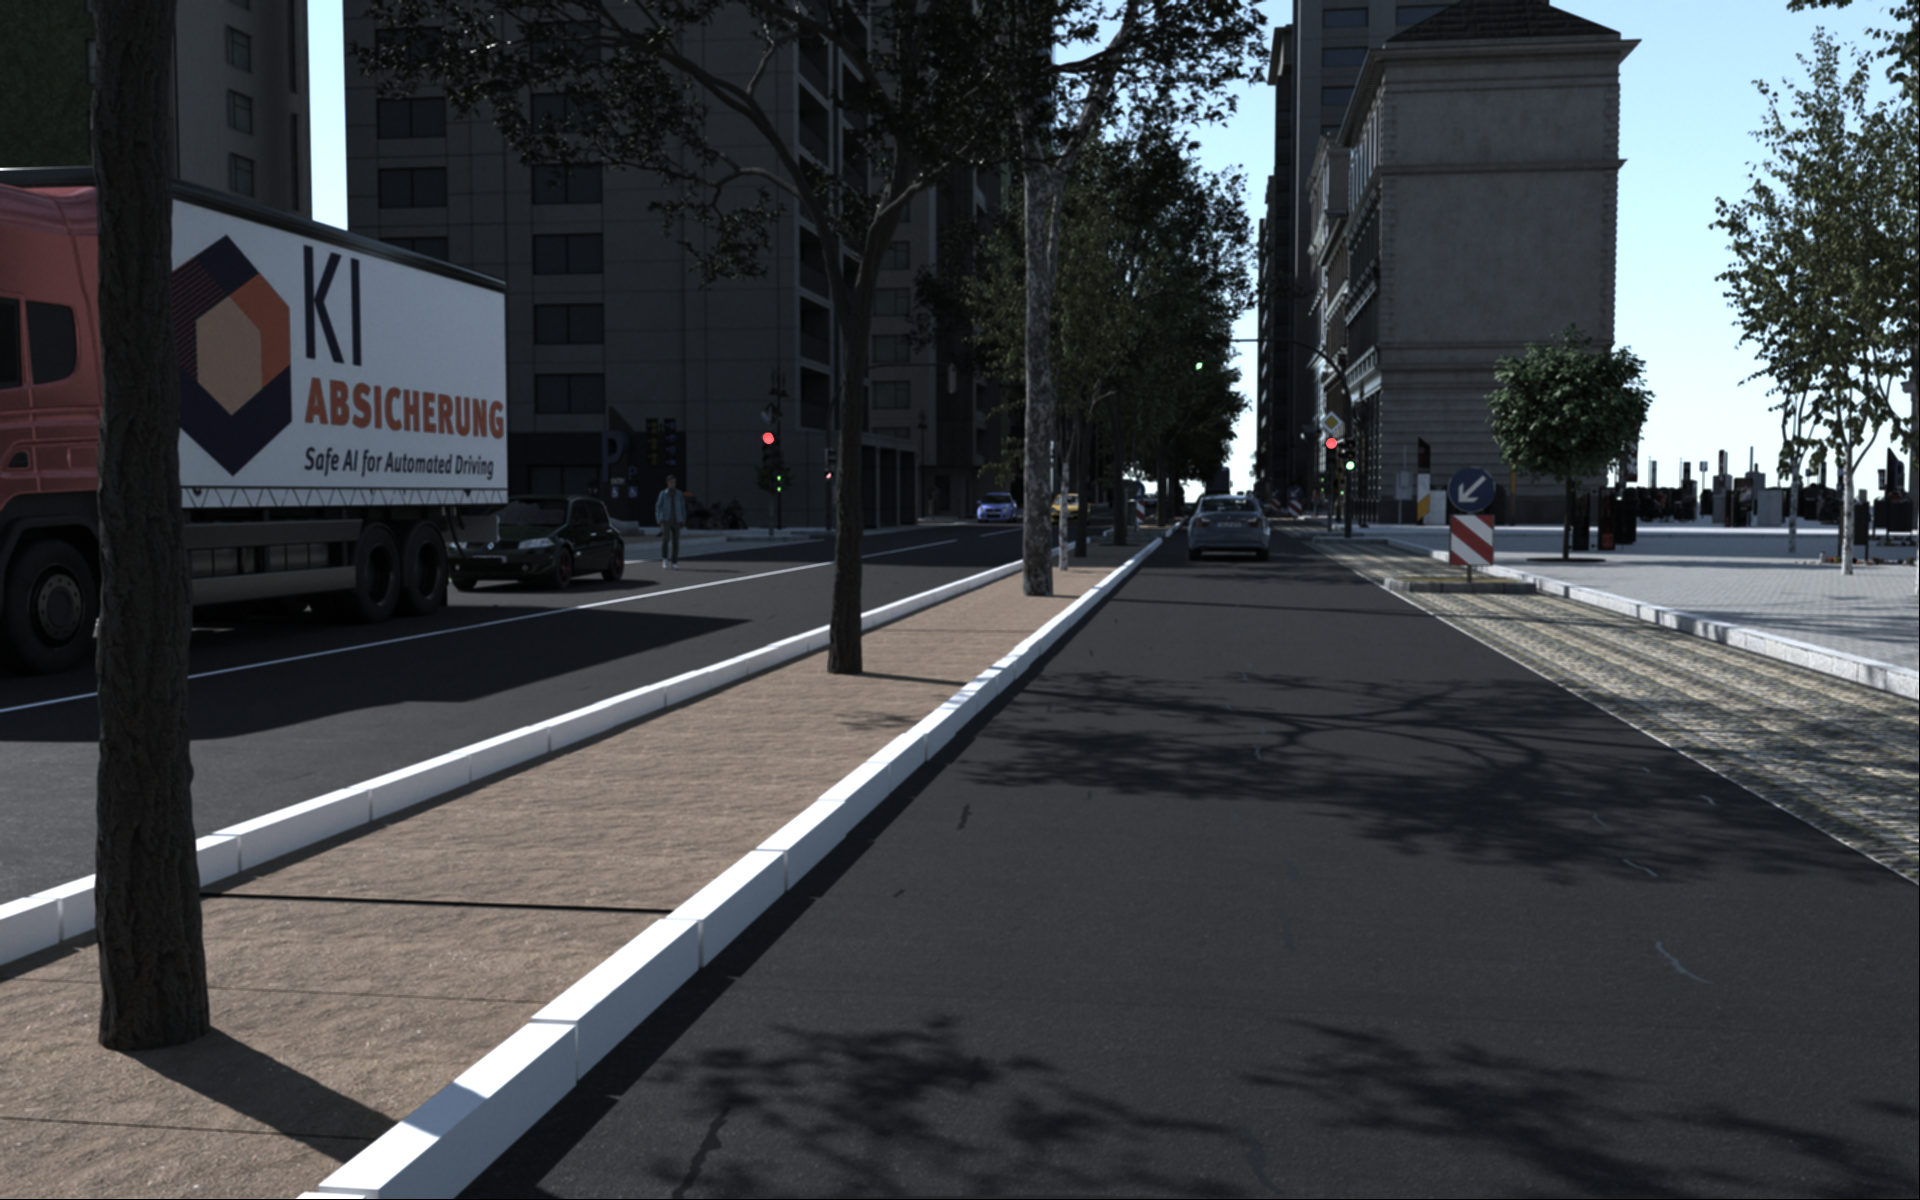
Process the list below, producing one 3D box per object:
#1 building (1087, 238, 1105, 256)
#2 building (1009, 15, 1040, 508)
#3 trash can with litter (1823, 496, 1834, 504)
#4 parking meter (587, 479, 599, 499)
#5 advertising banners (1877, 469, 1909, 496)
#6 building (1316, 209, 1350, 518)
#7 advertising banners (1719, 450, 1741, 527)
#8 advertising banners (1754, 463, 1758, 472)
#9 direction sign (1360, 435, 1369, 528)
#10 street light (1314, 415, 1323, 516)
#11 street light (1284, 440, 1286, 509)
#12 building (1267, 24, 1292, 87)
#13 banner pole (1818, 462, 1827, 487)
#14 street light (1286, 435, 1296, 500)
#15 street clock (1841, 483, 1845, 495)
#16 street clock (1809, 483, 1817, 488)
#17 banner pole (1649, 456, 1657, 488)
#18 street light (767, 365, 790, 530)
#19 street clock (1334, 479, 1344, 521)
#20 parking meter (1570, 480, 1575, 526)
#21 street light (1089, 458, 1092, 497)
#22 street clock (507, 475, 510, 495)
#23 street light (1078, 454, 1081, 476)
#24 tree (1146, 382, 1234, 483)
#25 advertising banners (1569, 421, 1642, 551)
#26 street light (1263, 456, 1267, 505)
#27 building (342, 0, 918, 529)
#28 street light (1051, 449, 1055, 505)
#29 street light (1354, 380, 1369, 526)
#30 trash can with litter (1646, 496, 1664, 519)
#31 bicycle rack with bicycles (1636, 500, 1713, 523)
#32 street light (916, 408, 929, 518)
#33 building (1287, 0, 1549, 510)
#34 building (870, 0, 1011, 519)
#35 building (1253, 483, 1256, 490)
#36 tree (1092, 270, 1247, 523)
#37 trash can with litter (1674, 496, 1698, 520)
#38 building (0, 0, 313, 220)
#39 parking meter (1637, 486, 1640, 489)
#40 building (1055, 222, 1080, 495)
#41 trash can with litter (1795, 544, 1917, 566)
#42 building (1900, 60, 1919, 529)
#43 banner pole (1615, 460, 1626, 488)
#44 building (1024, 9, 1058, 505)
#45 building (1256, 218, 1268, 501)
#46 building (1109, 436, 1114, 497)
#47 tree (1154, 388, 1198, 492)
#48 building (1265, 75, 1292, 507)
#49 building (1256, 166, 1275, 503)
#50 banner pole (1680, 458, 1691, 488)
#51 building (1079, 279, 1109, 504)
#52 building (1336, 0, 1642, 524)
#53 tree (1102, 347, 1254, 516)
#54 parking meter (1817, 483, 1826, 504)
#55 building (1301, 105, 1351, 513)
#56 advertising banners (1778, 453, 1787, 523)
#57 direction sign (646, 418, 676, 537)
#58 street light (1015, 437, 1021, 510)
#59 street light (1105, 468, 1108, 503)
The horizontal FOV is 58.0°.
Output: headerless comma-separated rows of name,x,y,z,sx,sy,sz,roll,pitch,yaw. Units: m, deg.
building,14.097,-37.005,255.136,14.600,45.320,14.200,1,4,8
building,-4.813,-30.379,151.328,22.147,44.769,28.867,1,4,8
trash can with litter,45.988,-4.884,91.238,1.055,1.170,0.624,-1,4,-19
parking meter,-14.023,-3.699,66.196,0.255,1.863,0.399,2,4,35
advertising banners,65.192,-7.632,120.962,2.074,3.025,0.090,2,4,24
building,26.899,-14.540,102.360,10.561,19.102,19.286,1,4,8
advertising banners,29.954,-4.360,67.466,0.090,3.025,2.074,0,4,2
advertising banners,44.972,-6.258,98.503,0.090,3.025,2.074,0,4,6
direction sign,15.512,-4.546,66.326,0.379,3.537,0.876,0,4,-2
street light,20.836,-7.833,100.855,0.468,5.910,1.993,1,4,8
street light,27.343,-10.566,145.546,0.468,5.910,1.993,1,4,8
building,48.644,-36.824,191.303,28.713,52.752,27.495,1,4,8
banner pole,58.640,-7.825,117.960,0.401,3.779,0.863,-1,4,-22
street light,25.354,-9.744,132.101,0.468,5.910,1.993,1,4,8
street clock,57.589,-6.610,112.637,0.358,2.002,0.471,-3,5,-43
street clock,55.161,-6.570,111.991,0.471,2.002,0.358,2,4,33
banner pole,45.531,-7.582,113.985,0.863,3.779,0.401,-2,4,-24
street light,-6.497,-5.467,62.174,0.468,5.910,1.993,1,4,8
street clock,17.766,-4.690,81.247,0.358,2.002,0.471,-3,4,-37
parking meter,24.739,-3.924,69.864,0.255,1.863,0.399,-3,5,-44
street light,16.578,-15.119,219.975,0.468,5.910,1.993,1,4,8
street clock,-17.112,-3.702,65.099,0.358,2.002,0.471,-3,4,-36
street light,13.777,-13.899,200.030,0.468,5.910,1.993,1,4,8
tree,15.991,-13.375,127.792,9.857,13.997,8.962,0,3,0
advertising banners,14.736,-2.646,39.457,2.074,3.025,0.090,-1,4,-23
street light,36.515,-14.369,207.713,0.468,5.910,1.993,1,4,8
building,-12.708,-38.992,75.767,20.563,71.187,20.611,1,4,8
street light,9.050,-11.971,168.516,0.468,5.910,1.993,1,4,8
street light,16.215,-5.949,70.048,0.468,5.910,1.993,1,4,8
trash can with litter,36.550,-4.867,90.957,1.055,1.170,0.624,2,4,25
bicycle rack with bicycles,32.177,-4.015,79.021,2.852,0.926,2.925,-2,4,-28
street light,-2.000,-7.352,92.999,0.468,5.910,1.993,1,4,8
building,39.116,-37.121,148.931,21.231,58.520,28.212,1,4,8
building,-4.789,-25.535,101.093,14.154,41.232,14.086,1,4,8
building,63.156,-35.675,275.173,32.217,40.220,23.993,1,4,8
tree,10.083,-10.025,84.489,7.486,12.596,7.792,0,3,0
trash can with litter,35.950,-4.549,85.771,1.055,1.170,0.624,-1,4,-21
building,-36.197,-23.627,69.892,14.086,41.232,14.154,1,4,8
parking meter,50.625,-7.543,129.045,0.399,1.863,0.255,0,4,-4
building,6.636,-31.806,203.615,14.154,41.232,14.086,1,4,8
trash can with litter,16.594,-1.250,31.501,1.678,1.210,2.233,-3,4,-36
building,35.691,-12.727,58.995,40.483,20.767,10.553,1,4,8
banner pole,32.820,-5.882,86.181,0.863,3.779,0.401,-1,4,-18
building,-0.396,-53.029,179.700,22.319,86.520,31.000,1,4,8
building,51.200,-35.081,257.173,14.154,41.232,14.086,1,4,8
building,19.175,-31.294,283.356,14.160,30.474,14.107,1,4,8
tree,10.446,-8.429,90.632,4.360,8.622,3.978,0,3,0
building,38.125,-29.859,171.793,14.154,41.232,14.086,1,4,8
building,52.482,-37.595,234.280,23.786,49.044,30.456,1,4,8
banner pole,49.562,-7.863,118.572,0.863,3.779,0.401,1,4,22
building,12.842,-28.705,241.033,14.160,30.474,14.107,1,4,8
building,24.216,-15.532,82.833,11.050,23.489,19.941,1,4,8
tree,13.813,-11.654,110.011,9.611,12.733,9.660,0,3,0
parking meter,45.918,-5.298,92.334,0.399,1.863,0.255,1,4,20
building,31.390,-20.519,121.394,13.634,28.700,20.117,1,4,8
advertising banners,35.794,-4.848,75.446,0.090,3.025,2.074,2,4,35
direction sign,-8.949,-3.665,51.928,0.876,3.537,0.379,0,4,-7
street light,4.577,-10.054,137.172,0.468,5.910,1.993,1,4,8
street light,21.320,-17.035,251.315,0.468,5.910,1.993,1,4,8
